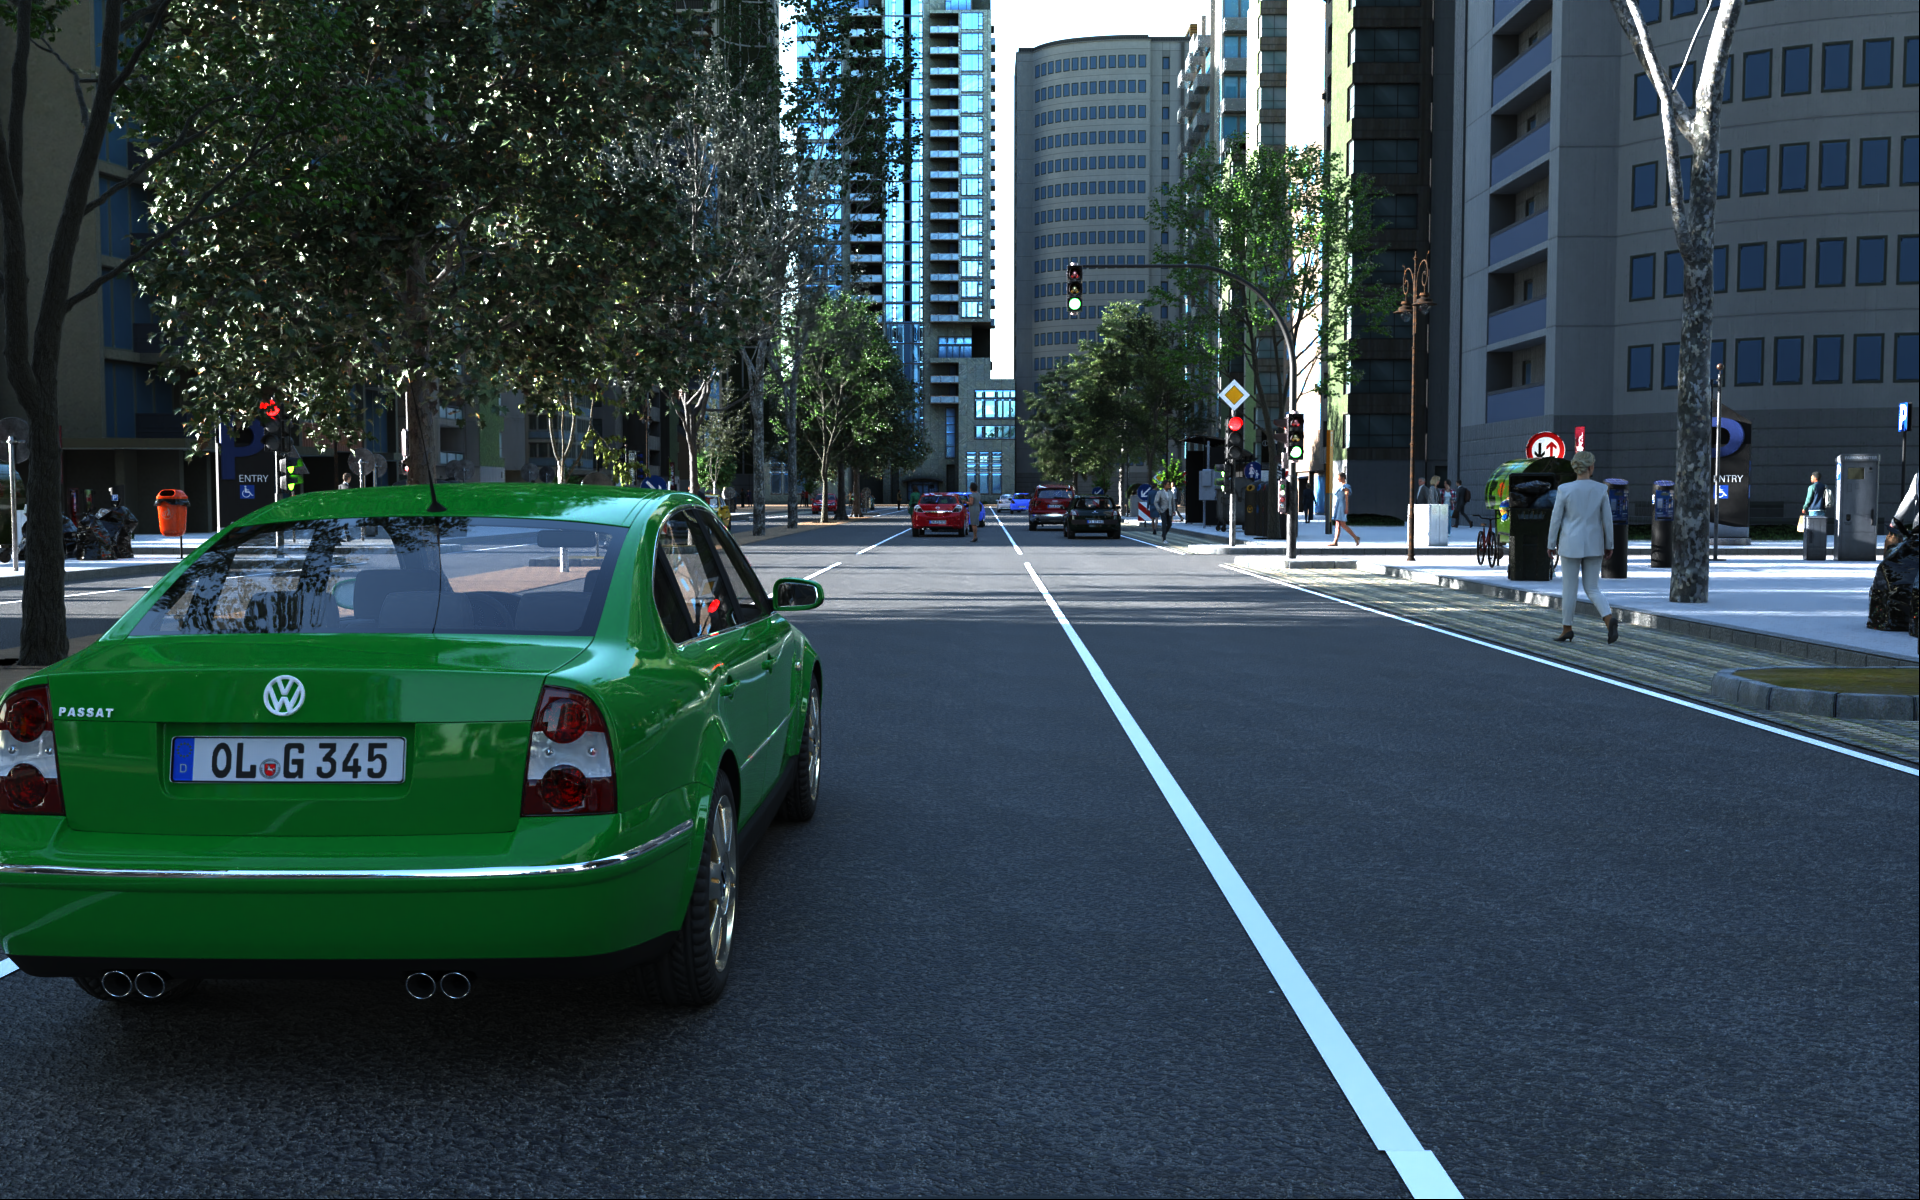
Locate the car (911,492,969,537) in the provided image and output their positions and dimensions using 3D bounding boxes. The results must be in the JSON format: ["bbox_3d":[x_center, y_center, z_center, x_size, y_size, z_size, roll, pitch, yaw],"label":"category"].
[{"bbox_3d":[-0.644,-3.081,59.411,2.155,1.783,4.494,0,4,3],"label":"car"}]

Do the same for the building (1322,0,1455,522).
[{"bbox_3d":[25.129,-19.263,86.654,14.160,30.474,14.107,0,4,1],"label":"building"}]

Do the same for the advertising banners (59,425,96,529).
[{"bbox_3d":[-22.795,-2.957,44.532,0.090,3.025,2.074,0,4,1],"label":"advertising banners"}]

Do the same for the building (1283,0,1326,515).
[{"bbox_3d":[28.514,-28.022,108.273,14.600,45.320,14.200,0,4,1],"label":"building"}]

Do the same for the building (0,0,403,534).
[{"bbox_3d":[-34.373,-25.203,66.686,22.147,44.769,28.867,0,4,1],"label":"building"}]

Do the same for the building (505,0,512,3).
[{"bbox_3d":[-54.126,-38.483,171.190,28.212,58.520,21.231,0,4,1],"label":"building"}]

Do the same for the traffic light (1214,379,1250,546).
[{"bbox_3d":[6.661,-3.267,42.335,0.839,4.253,0.868,0,4,1],"label":"traffic light"}]

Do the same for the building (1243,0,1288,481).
[{"bbox_3d":[28.389,-27.331,130.450,14.154,41.232,14.086,0,4,1],"label":"building"}]

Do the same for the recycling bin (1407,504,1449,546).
[{"bbox_3d":[11.594,-1.856,42.905,0.722,1.027,0.722,-2,4,-34],"label":"recycling bin"}]

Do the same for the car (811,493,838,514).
[{"bbox_3d":[-9.665,-7.085,124.881,2.155,1.783,4.494,0,4,0],"label":"car"}]

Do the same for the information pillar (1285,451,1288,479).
[{"bbox_3d":[12.564,-4.630,67.057,0.504,3.616,0.183,-3,4,-38],"label":"information pillar"}]

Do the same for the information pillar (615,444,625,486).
[{"bbox_3d":[-15.964,-5.511,81.452,0.504,3.616,0.183,0,4,-1],"label":"information pillar"}]

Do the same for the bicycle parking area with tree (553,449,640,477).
[{"bbox_3d":[-23.549,-7.670,112.407,8.231,4.147,9.016,-1,4,-8],"label":"bicycle parking area with tree"}]

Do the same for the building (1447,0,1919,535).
[{"bbox_3d":[34.254,-31.785,61.681,28.212,58.520,21.231,0,4,1],"label":"building"}]

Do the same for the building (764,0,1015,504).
[{"bbox_3d":[-8.573,-55.600,221.730,31.000,86.520,22.319,0,4,1],"label":"building"}]

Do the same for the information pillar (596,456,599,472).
[{"bbox_3d":[-17.872,-5.757,85.477,0.183,3.616,0.504,-1,4,-18],"label":"information pillar"}]

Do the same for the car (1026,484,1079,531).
[{"bbox_3d":[3.767,-3.705,69.252,2.281,1.827,5.304,0,4,2],"label":"car"}]

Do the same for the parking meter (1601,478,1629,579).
[{"bbox_3d":[9.977,-1.099,26.374,0.372,1.533,0.369,0,3,0],"label":"parking meter"}]

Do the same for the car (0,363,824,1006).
[{"bbox_3d":[-1.526,0.157,6.233,1.959,1.807,4.718,0,4,1],"label":"car"}]

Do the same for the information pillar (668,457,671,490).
[{"bbox_3d":[-18.359,-7.237,109.677,0.183,3.616,0.504,1,4,11],"label":"information pillar"}]

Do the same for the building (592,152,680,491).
[{"bbox_3d":[-32.484,-23.084,149.122,14.160,30.474,14.107,0,4,1],"label":"building"}]

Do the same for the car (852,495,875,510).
[{"bbox_3d":[-8.701,-8.849,156.483,2.131,1.459,4.920,0,4,-1],"label":"car"}]

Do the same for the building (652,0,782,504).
[{"bbox_3d":[-34.381,-47.942,222.096,20.611,71.187,20.563,0,4,1],"label":"building"}]

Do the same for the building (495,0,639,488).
[{"bbox_3d":[-41.271,-26.791,129.919,32.217,40.220,23.993,0,4,1],"label":"building"}]

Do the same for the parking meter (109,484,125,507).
[{"bbox_3d":[-22.130,-2.268,45.492,0.372,1.533,0.369,0,3,0],"label":"parking meter"}]

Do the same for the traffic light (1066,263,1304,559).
[{"bbox_3d":[4.467,-3.643,34.236,4.771,5.953,1.251,0,4,1],"label":"traffic light"}]

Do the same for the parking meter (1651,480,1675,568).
[{"bbox_3d":[12.286,-1.336,30.259,0.372,1.533,0.369,0,3,0],"label":"parking meter"}]

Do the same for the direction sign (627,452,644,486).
[{"bbox_3d":[-17.414,-6.172,92.916,0.876,3.537,0.379,-1,4,-11],"label":"direction sign"}]

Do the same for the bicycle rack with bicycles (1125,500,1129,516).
[{"bbox_3d":[11.026,-5.548,104.086,2.852,0.926,2.925,0,4,1],"label":"bicycle rack with bicycles"}]

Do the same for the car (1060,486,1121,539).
[{"bbox_3d":[4.302,-2.871,56.723,2.009,1.686,4.222,0,4,1],"label":"car"}]

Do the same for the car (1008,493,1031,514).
[{"bbox_3d":[4.479,-7.091,125.521,1.945,1.707,3.694,0,4,1],"label":"car"}]

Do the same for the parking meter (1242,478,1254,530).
[{"bbox_3d":[10.199,-3.402,61.338,0.399,1.863,0.255,3,5,43],"label":"parking meter"}]

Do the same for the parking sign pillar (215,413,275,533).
[{"bbox_3d":[-17.772,-3.338,43.044,1.447,3.967,1.447,-2,4,-31],"label":"parking sign pillar"}]

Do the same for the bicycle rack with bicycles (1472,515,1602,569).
[{"bbox_3d":[10.153,-1.002,29.769,2.852,0.926,2.925,1,4,12],"label":"bicycle rack with bicycles"}]

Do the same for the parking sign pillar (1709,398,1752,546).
[{"bbox_3d":[19.267,-3.383,43.779,1.447,3.967,1.447,2,4,30],"label":"parking sign pillar"}]

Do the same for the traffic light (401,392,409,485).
[{"bbox_3d":[-11.406,-4.154,42.582,4.771,5.953,1.251,0,4,1],"label":"traffic light"}]

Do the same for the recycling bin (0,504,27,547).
[{"bbox_3d":[-23.006,-1.809,42.125,0.722,1.027,0.722,3,4,36],"label":"recycling bin"}]

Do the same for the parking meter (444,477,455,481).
[{"bbox_3d":[-17.837,-3.349,60.461,0.399,1.863,0.255,1,4,13],"label":"parking meter"}]

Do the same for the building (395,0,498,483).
[{"bbox_3d":[-34.532,-25.256,96.525,14.154,41.232,14.086,0,4,1],"label":"building"}]

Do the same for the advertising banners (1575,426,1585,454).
[{"bbox_3d":[16.017,-2.908,43.736,0.090,3.025,2.074,-1,4,-8],"label":"advertising banners"}]

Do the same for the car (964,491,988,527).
[{"bbox_3d":[0.240,-4.064,76.037,1.945,1.707,3.694,0,4,2],"label":"car"}]

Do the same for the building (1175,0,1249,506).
[{"bbox_3d":[32.800,-33.447,166.469,23.786,49.044,30.456,0,4,1],"label":"building"}]

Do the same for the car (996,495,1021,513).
[{"bbox_3d":[3.825,-7.507,135.098,2.083,1.381,4.827,0,4,1],"label":"car"}]

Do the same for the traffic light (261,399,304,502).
[{"bbox_3d":[-13.600,-2.793,34.588,0.839,4.253,0.868,0,4,1],"label":"traffic light"}]

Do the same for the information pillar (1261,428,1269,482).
[{"bbox_3d":[10.769,-4.239,60.664,0.504,3.616,0.183,1,4,17],"label":"information pillar"}]

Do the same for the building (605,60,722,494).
[{"bbox_3d":[-32.354,-32.134,175.508,14.200,45.320,14.600,0,4,1],"label":"building"}]

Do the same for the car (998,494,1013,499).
[{"bbox_3d":[4.581,-9.355,164.959,2.014,1.417,4.499,0,4,-1],"label":"car"}]

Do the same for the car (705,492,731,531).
[{"bbox_3d":[-9.463,-3.272,63.728,2.015,1.641,3.980,0,4,0],"label":"car"}]

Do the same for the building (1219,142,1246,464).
[{"bbox_3d":[28.631,-22.822,144.847,14.160,30.474,14.107,0,4,1],"label":"building"}]

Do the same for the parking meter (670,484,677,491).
[{"bbox_3d":[-16.561,-5.773,100.094,0.399,1.863,0.255,0,4,-2],"label":"parking meter"}]

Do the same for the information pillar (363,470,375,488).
[{"bbox_3d":[-17.786,-2.912,52.102,0.304,2.012,0.304,-2,4,-30],"label":"information pillar"}]

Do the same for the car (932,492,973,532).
[{"bbox_3d":[-0.244,-3.516,67.084,1.945,1.707,3.694,0,4,0],"label":"car"}]

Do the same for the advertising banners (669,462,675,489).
[{"bbox_3d":[-15.429,-6.062,95.304,0.090,3.025,2.074,1,4,22],"label":"advertising banners"}]

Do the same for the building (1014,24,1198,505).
[{"bbox_3d":[21.119,-41.538,221.145,28.212,58.520,21.231,0,4,1],"label":"building"}]
